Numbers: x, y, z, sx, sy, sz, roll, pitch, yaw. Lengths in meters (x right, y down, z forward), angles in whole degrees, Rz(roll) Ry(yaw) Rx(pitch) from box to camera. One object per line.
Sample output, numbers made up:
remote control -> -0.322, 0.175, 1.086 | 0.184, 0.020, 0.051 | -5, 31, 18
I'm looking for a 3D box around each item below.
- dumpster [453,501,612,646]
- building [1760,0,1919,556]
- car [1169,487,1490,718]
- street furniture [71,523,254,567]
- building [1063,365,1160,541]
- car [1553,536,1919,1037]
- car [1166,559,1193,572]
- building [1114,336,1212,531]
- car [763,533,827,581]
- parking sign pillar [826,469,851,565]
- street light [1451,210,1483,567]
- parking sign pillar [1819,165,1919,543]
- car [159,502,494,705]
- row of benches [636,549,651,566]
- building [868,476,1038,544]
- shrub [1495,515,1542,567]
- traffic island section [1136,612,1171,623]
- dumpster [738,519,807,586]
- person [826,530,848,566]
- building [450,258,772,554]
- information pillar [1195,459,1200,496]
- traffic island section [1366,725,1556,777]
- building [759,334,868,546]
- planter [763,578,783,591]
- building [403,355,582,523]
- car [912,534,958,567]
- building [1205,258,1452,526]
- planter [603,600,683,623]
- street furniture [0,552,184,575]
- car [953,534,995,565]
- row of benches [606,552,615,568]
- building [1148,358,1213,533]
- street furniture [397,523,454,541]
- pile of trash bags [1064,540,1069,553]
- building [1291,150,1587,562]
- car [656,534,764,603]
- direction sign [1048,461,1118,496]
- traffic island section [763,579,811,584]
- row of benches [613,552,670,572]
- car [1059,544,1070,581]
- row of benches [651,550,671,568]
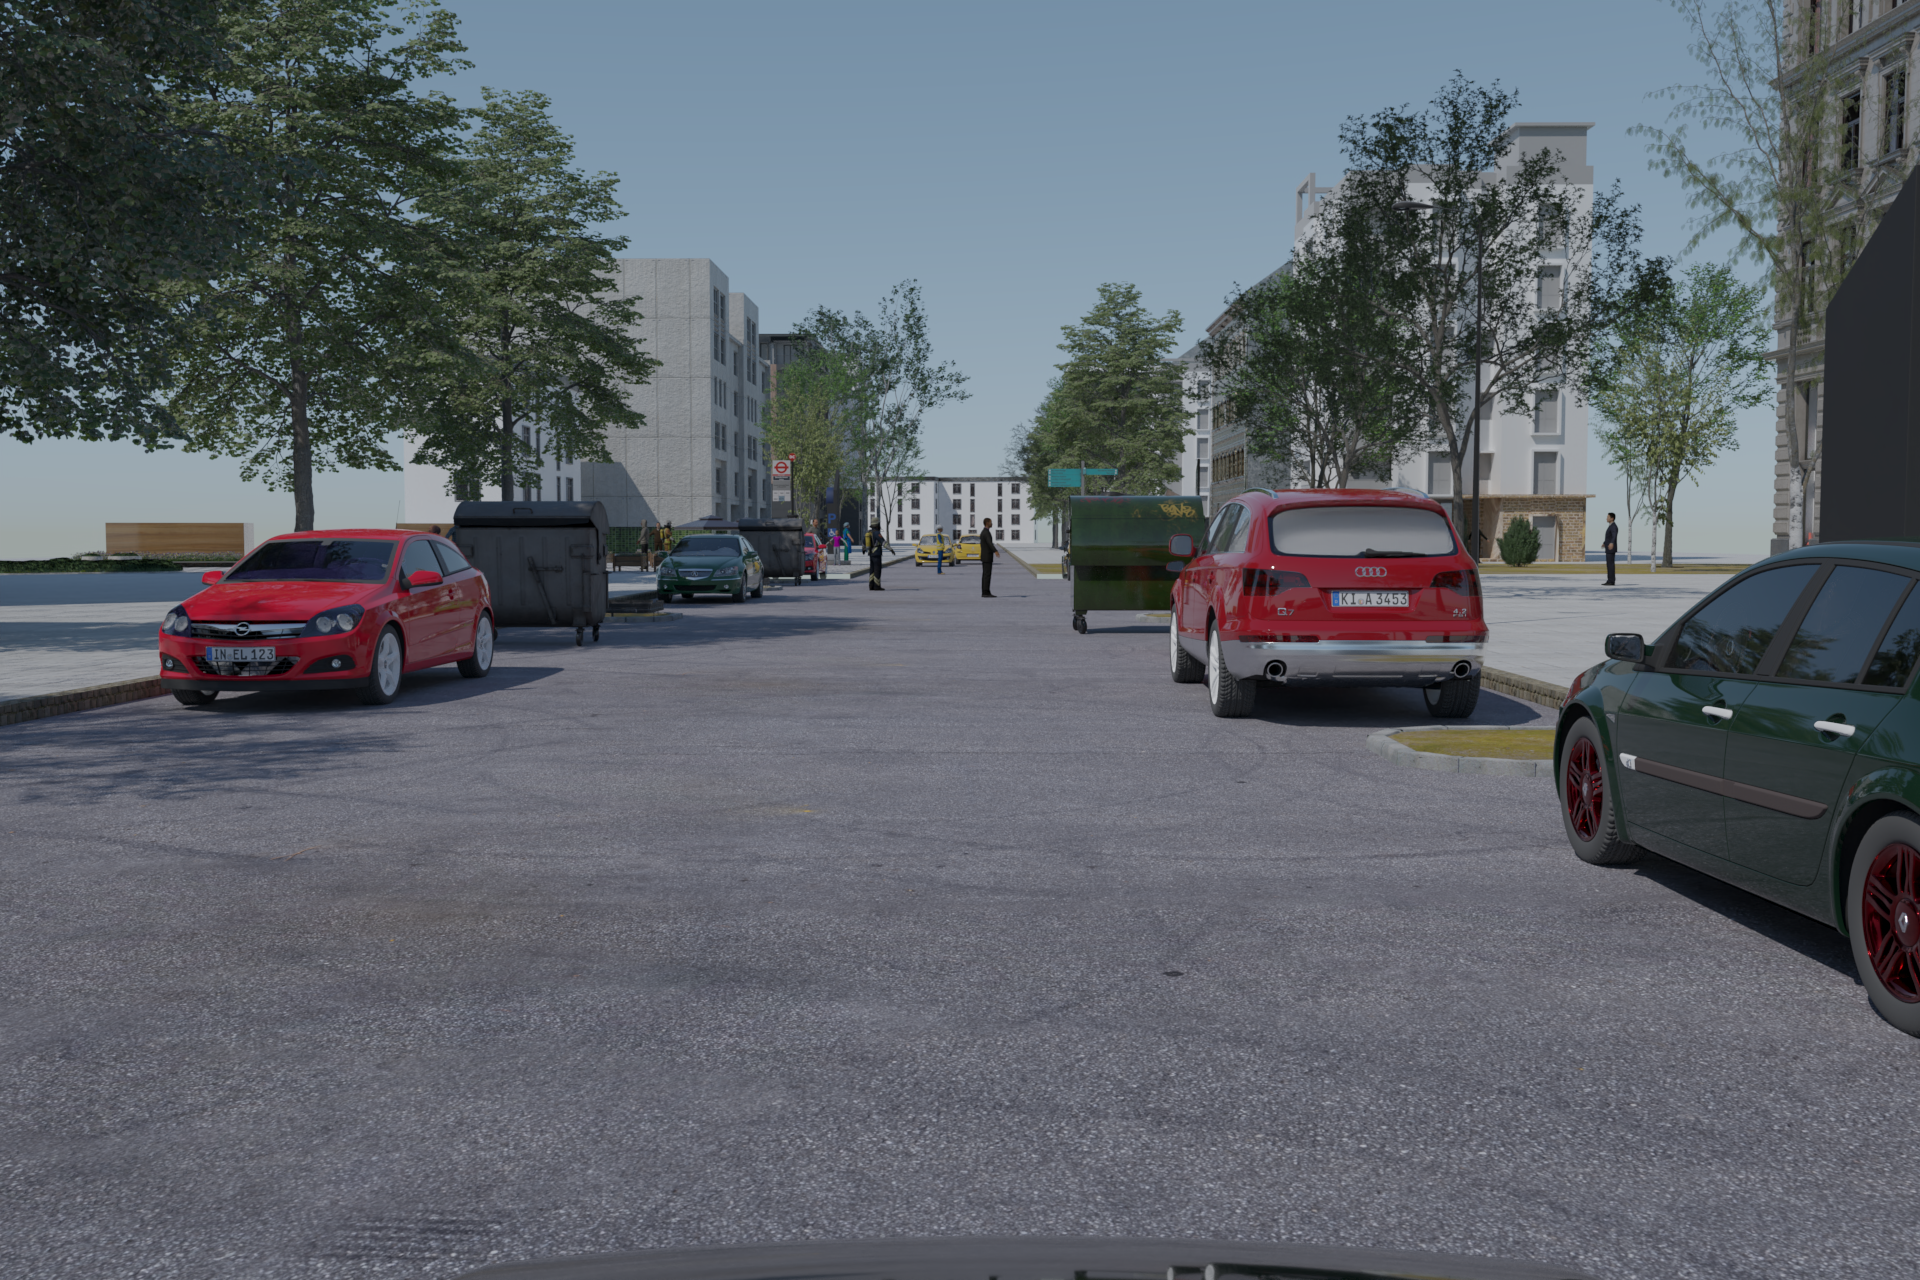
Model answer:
dumpster -> -5.560, -0.876, 22.544 | 1.865, 1.857, 1.264 | 0, 4, 1
building -> 30.245, -13.280, 44.841 | 11.050, 23.595, 19.941 | 0, 4, 1
car -> 3.022, -0.390, 15.054 | 2.281, 1.827, 5.304 | 0, 4, 1
street furniture -> -32.361, -3.782, 68.691 | 9.812, 1.723, 11.010 | -1, 4, -11
building -> 27.251, -23.322, 225.291 | 27.936, 21.610, 32.646 | 0, 4, 1
car -> 3.547, 0.213, 6.305 | 2.009, 1.686, 4.222 | 0, 4, 1
car -> 3.585, -0.708, 20.613 | 2.155, 1.783, 4.494 | 0, 4, 1
building -> 27.740, -22.473, 198.358 | 19.493, 23.208, 18.063 | 0, 4, 0
car -> -5.212, -2.777, 54.449 | 2.155, 1.783, 4.494 | 0, 4, 1
parking sign pillar -> -5.237, -5.088, 71.664 | 1.447, 3.967, 1.447 | 0, 4, 1
street light -> 7.807, -3.166, 24.310 | 1.470, 5.913, 1.316 | 0, 4, 1
parking sign pillar -> 7.179, -1.524, 13.384 | 1.447, 3.967, 1.447 | 0, 4, 0
car -> -5.658, -0.418, 15.881 | 2.155, 1.783, 4.494 | 0, 4, 1
row of benches -> -13.016, -3.413, 71.258 | 1.422, 0.672, 4.104 | -1, 4, -10
building -> -2.994, -18.778, 251.626 | 28.070, 9.664, 9.099 | 1, 4, 9
shrub -> 21.584, -3.843, 66.875 | 1.661, 2.075, 1.752 | 0, 3, 0
traffic island section -> 3.941, -0.360, 28.747 | 1.991, 0.108, 1.994 | 0, 4, 0
dumpster -> -5.217, -2.440, 48.111 | 1.865, 1.857, 1.264 | 0, 4, 1
person -> -5.000, -3.725, 70.167 | 0.991, 1.433, 0.599 | 1, 4, 16
building -> -24.179, -15.946, 127.175 | 16.747, 18.905, 31.486 | 0, 4, 1
information pillar -> 7.406, -3.831, 53.998 | 0.183, 3.616, 0.504 | 0, 4, 1
traffic island section -> 3.707, 0.714, 11.200 | 1.991, 0.108, 1.994 | 0, 4, 1
building -> -25.353, -21.353, 193.102 | 27.936, 21.610, 32.646 | 0, 4, 1
planter -> -5.577, -1.415, 44.273 | 1.991, 0.319, 1.994 | 0, 4, 1
building -> -25.270, -9.371, 95.365 | 9.099, 9.664, 28.070 | 0, 4, 1
car -> -1.093, -4.094, 77.165 | 2.015, 1.641, 3.980 | 0, 4, 1
building -> 27.655, -17.609, 118.836 | 19.493, 23.208, 18.063 | 0, 4, 1
planter -> -5.724, -0.483, 29.036 | 1.991, 0.319, 1.994 | 0, 4, 1
street furniture -> -30.976, -2.509, 56.647 | 10.072, 0.657, 5.734 | -3, 4, -38
car -> 0.646, -4.439, 82.805 | 2.015, 1.641, 3.980 | 0, 4, 1
row of benches -> -13.698, -2.989, 64.326 | 1.422, 0.672, 4.104 | 0, 4, 7
building -> 24.843, -19.972, 182.966 | 16.016, 20.090, 11.380 | 0, 4, 1
street furniture -> -20.026, -4.023, 72.626 | 11.010, 1.723, 9.812 | -1, 4, -15
pile of trash bags -> 5.176, -3.737, 70.851 | 1.912, 1.369, 3.447 | 0, 4, 1
building -> 22.910, -14.405, 91.934 | 16.016, 20.090, 11.380 | 0, 4, 0
car -> -5.380, -1.581, 37.644 | 2.131, 1.459, 4.920 | 0, 4, 1
direction sign -> 4.477, -4.517, 62.608 | 2.525, 3.948, 1.411 | 0, 4, 0
traffic island section -> -5.434, -1.726, 51.083 | 1.991, 0.108, 1.994 | 0, 4, 1
row of benches -> -9.899, -2.658, 58.921 | 4.104, 0.672, 1.422 | 0, 4, 8
car -> 4.141, -2.732, 54.459 | 2.009, 1.686, 4.222 | 0, 3, 0
row of benches -> -9.881, -3.104, 66.220 | 4.104, 0.672, 1.422 | -1, 4, -21
